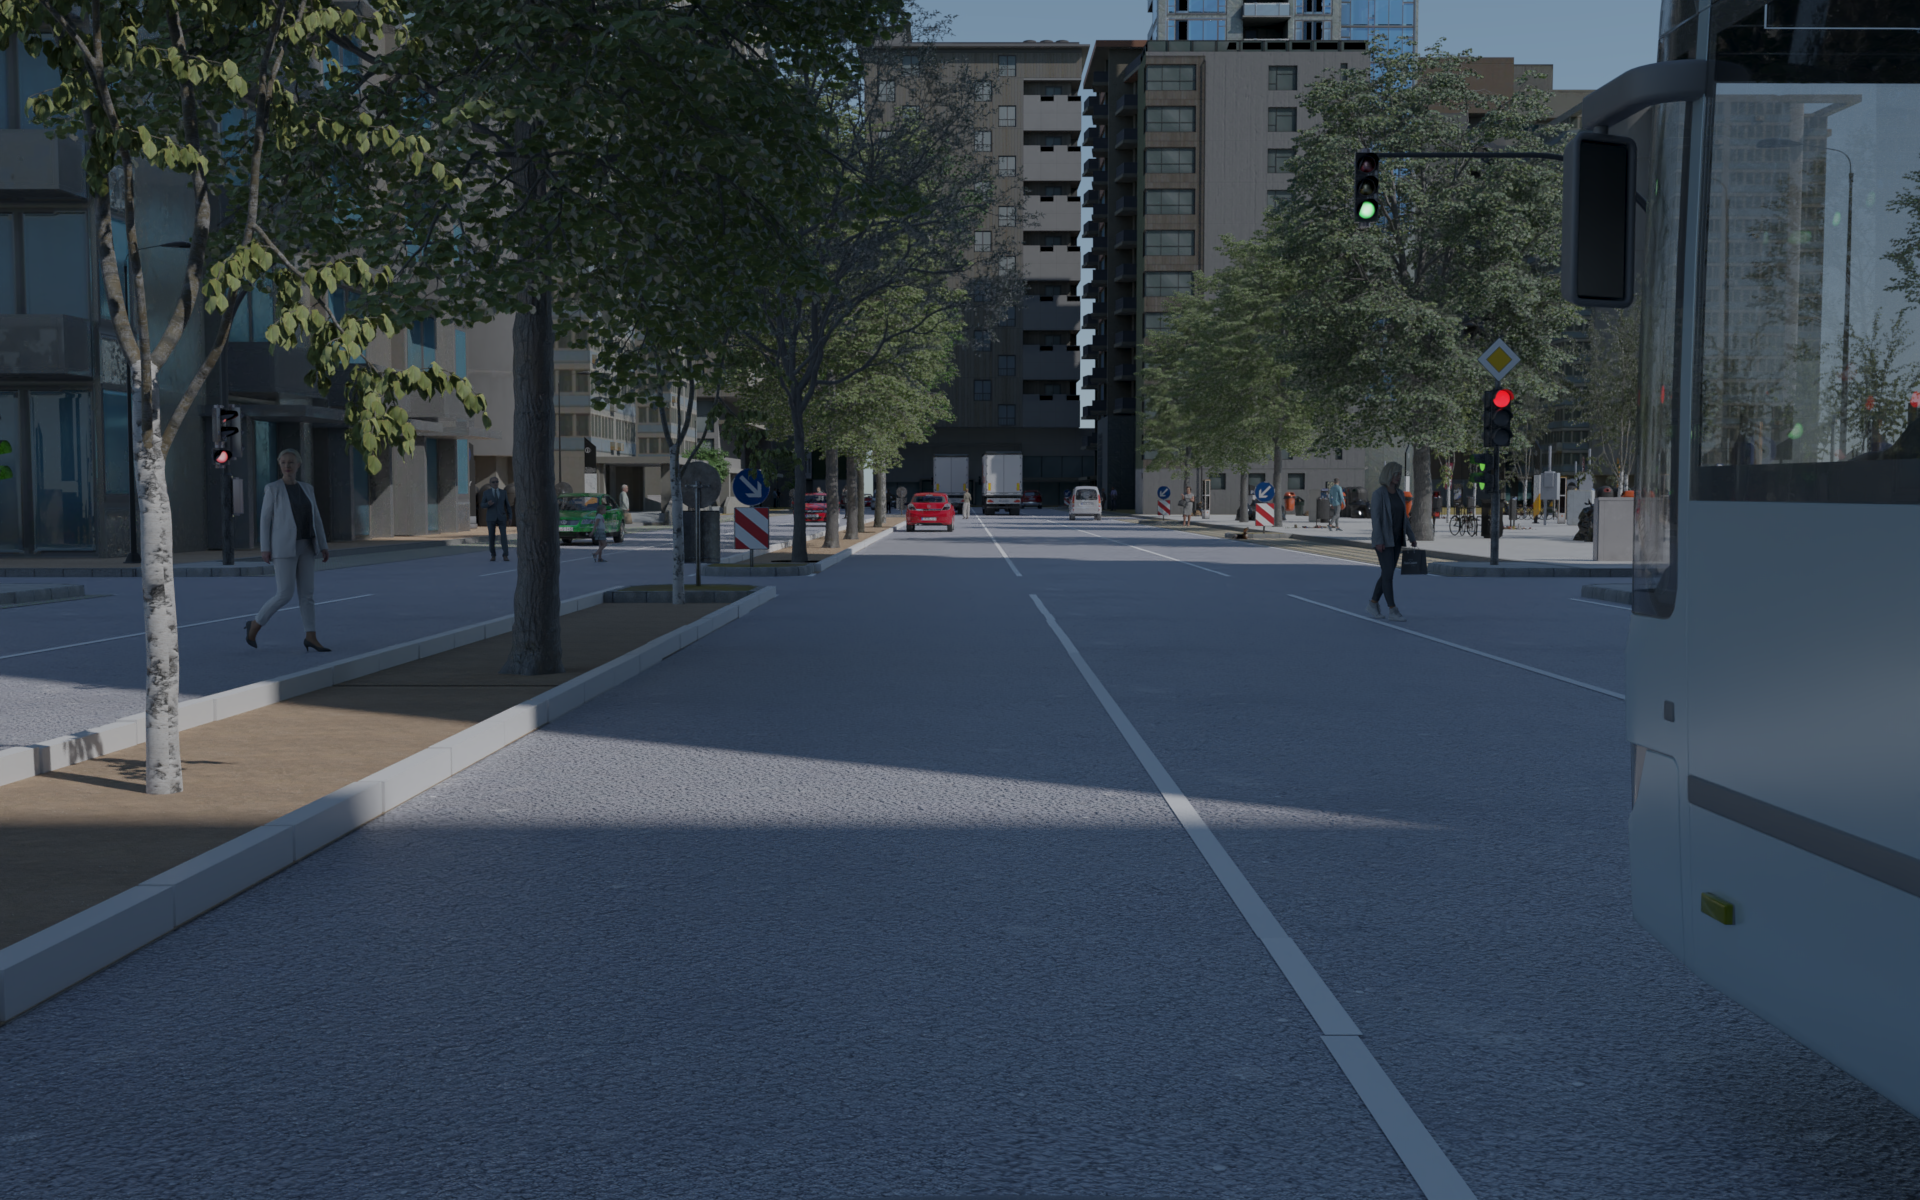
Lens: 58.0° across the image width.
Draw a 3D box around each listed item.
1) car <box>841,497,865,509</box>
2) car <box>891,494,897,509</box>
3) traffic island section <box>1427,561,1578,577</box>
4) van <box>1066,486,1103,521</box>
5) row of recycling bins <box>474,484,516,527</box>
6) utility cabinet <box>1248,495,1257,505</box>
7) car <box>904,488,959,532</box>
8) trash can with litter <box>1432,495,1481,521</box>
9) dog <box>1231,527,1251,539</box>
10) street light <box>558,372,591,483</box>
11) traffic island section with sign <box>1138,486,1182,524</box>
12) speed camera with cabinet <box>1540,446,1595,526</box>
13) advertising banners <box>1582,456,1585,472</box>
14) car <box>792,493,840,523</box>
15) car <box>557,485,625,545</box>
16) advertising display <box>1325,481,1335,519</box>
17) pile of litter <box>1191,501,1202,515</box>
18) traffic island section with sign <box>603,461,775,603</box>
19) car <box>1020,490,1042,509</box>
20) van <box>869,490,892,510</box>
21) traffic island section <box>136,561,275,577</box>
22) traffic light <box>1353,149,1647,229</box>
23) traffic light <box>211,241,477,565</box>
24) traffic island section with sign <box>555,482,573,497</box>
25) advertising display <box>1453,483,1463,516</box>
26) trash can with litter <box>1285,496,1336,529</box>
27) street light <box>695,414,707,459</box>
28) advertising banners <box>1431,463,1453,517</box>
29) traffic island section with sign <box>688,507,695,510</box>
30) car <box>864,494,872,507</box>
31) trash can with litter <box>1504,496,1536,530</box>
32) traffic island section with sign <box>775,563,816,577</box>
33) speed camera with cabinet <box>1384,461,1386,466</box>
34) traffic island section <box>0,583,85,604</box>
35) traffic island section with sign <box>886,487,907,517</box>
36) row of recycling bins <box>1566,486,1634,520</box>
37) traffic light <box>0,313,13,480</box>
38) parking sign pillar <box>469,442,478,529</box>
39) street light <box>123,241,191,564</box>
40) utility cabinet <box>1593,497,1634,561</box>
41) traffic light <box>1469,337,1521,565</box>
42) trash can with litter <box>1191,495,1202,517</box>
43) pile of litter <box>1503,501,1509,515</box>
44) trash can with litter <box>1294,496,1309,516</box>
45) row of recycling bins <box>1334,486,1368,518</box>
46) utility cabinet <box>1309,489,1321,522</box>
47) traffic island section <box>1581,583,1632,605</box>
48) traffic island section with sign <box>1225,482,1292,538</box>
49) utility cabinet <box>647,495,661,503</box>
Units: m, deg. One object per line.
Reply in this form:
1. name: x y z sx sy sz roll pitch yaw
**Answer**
1. car: -10.403 -9.761 168.257 2.281 1.827 5.304 0 4 1
2. car: -7.066 -9.863 171.045 2.009 1.686 4.222 0 4 0
3. traffic island section: 9.685 -0.553 31.321 2.009 0.180 2.903 0 3 0
4. van: 6.843 -5.373 94.857 2.013 2.044 4.112 0 4 2
5. row of recycling bins: -18.896 -3.742 68.296 3.534 1.692 1.069 1 4 11
6. utility cabinet: 15.779 -4.977 92.528 0.306 1.237 1.020 3 5 41
7. car: -1.130 -3.541 66.933 2.155 1.783 4.494 0 4 1
8. trash can with litter: 24.084 -4.388 82.801 2.233 1.210 1.678 -3 4 -37
9. dog: 8.885 -2.103 54.577 0.550 0.427 0.748 -1 4 -17
10. street light: -14.658 -5.703 65.780 1.470 5.913 1.316 0 3 0
11. traffic island section with sign: 9.728 -4.631 84.338 1.989 1.847 2.006 0 3 0
12. speed camera with cabinet: 24.856 -4.680 70.848 2.038 3.252 0.660 2 4 30
13. advertising banners: 28.814 -5.159 80.541 0.090 3.025 2.074 1 4 11
14. car: -6.411 -4.188 77.519 2.155 1.783 4.494 0 4 1
15. car: -10.845 -2.502 49.707 1.959 1.807 4.718 0 4 0
16. advertising display: 18.730 -5.028 87.427 0.123 1.923 0.974 3 5 42
17. pile of litter: 14.030 -5.435 102.830 1.176 0.858 1.719 -1 4 -11
18. traffic island section with sign: -3.666 -0.945 23.585 2.006 1.907 1.989 0 3 0
19. car: 6.924 -9.796 168.837 2.281 1.827 5.304 0 4 0
20. van: -7.008 -8.972 153.707 2.013 2.044 4.112 0 3 0
21. traffic island section: -13.256 -0.554 31.344 2.009 0.180 2.903 0 3 0
22. traffic light: 7.547 -2.961 23.083 4.771 5.953 1.251 0 3 0
23. traffic light: -11.124 -3.460 31.243 4.771 5.953 1.251 0 3 0
24. traffic island section with sign: -12.909 -2.899 56.024 1.989 1.847 2.006 0 3 0
25. advertising display: 29.626 -5.982 103.018 0.123 1.923 0.974 -1 4 -12
26. trash can with litter: 13.244 -3.308 65.140 2.233 1.210 1.678 0 4 -7
27. street light: -14.613 -7.756 99.358 1.470 5.913 1.316 0 3 0
28. advertising banners: 26.405 -6.114 96.159 2.074 3.025 0.090 0 4 -3
29. traffic island section with sign: -12.888 -4.547 82.979 1.989 1.847 2.006 0 3 0
30. car: -9.601 -10.148 174.960 2.155 1.783 4.494 0 3 0
31. trash can with litter: 20.351 -3.187 63.162 1.678 1.210 2.233 2 4 30
32. traffic island section with sign: -3.651 -1.398 30.993 2.006 1.907 1.989 0 3 0
33. speed camera with cabinet: 25.227 -6.625 102.657 0.660 3.252 2.038 2 4 24
34. traffic island section: -13.262 -0.066 23.359 2.009 0.180 2.903 0 3 0
35. traffic island section with sign: -3.602 -5.994 106.131 2.006 1.907 1.989 0 3 0
36. row of recycling bins: 31.877 -4.875 86.819 3.534 1.692 1.069 0 4 -5
37. traffic light: -13.222 -2.098 23.224 0.839 4.253 0.868 0 3 0
38. parking sign pillar: -18.581 -4.613 63.895 1.447 3.967 1.447 -2 4 -25
39. street light: -14.787 -3.634 31.954 1.470 5.913 1.316 0 3 0
40. utility cabinet: 12.677 -1.345 33.146 1.020 1.237 0.306 0 4 3
41. traffic light: 9.645 -2.586 31.207 0.839 4.253 0.868 0 3 0
42. trash can with litter: 13.350 -5.392 99.215 1.678 1.210 2.233 0 4 -1
43. pile of litter: 33.489 -5.592 105.388 1.176 0.858 1.719 0 4 -7
44. trash can with litter: 19.926 -5.469 100.801 1.055 1.170 0.624 -1 4 -23
45. row of recycling bins: 21.425 -5.367 94.855 1.069 1.692 3.534 0 4 -8
46. utility cabinet: 16.200 -4.265 78.412 0.318 1.500 1.173 -1 4 -15
47. traffic island section: 9.679 -0.065 23.336 2.009 0.180 2.903 0 3 0
48. traffic island section with sign: 9.714 -2.934 56.597 1.989 1.847 2.006 0 3 0
49. utility cabinet: -17.289 -5.351 98.648 1.020 1.237 0.306 -1 4 -10
